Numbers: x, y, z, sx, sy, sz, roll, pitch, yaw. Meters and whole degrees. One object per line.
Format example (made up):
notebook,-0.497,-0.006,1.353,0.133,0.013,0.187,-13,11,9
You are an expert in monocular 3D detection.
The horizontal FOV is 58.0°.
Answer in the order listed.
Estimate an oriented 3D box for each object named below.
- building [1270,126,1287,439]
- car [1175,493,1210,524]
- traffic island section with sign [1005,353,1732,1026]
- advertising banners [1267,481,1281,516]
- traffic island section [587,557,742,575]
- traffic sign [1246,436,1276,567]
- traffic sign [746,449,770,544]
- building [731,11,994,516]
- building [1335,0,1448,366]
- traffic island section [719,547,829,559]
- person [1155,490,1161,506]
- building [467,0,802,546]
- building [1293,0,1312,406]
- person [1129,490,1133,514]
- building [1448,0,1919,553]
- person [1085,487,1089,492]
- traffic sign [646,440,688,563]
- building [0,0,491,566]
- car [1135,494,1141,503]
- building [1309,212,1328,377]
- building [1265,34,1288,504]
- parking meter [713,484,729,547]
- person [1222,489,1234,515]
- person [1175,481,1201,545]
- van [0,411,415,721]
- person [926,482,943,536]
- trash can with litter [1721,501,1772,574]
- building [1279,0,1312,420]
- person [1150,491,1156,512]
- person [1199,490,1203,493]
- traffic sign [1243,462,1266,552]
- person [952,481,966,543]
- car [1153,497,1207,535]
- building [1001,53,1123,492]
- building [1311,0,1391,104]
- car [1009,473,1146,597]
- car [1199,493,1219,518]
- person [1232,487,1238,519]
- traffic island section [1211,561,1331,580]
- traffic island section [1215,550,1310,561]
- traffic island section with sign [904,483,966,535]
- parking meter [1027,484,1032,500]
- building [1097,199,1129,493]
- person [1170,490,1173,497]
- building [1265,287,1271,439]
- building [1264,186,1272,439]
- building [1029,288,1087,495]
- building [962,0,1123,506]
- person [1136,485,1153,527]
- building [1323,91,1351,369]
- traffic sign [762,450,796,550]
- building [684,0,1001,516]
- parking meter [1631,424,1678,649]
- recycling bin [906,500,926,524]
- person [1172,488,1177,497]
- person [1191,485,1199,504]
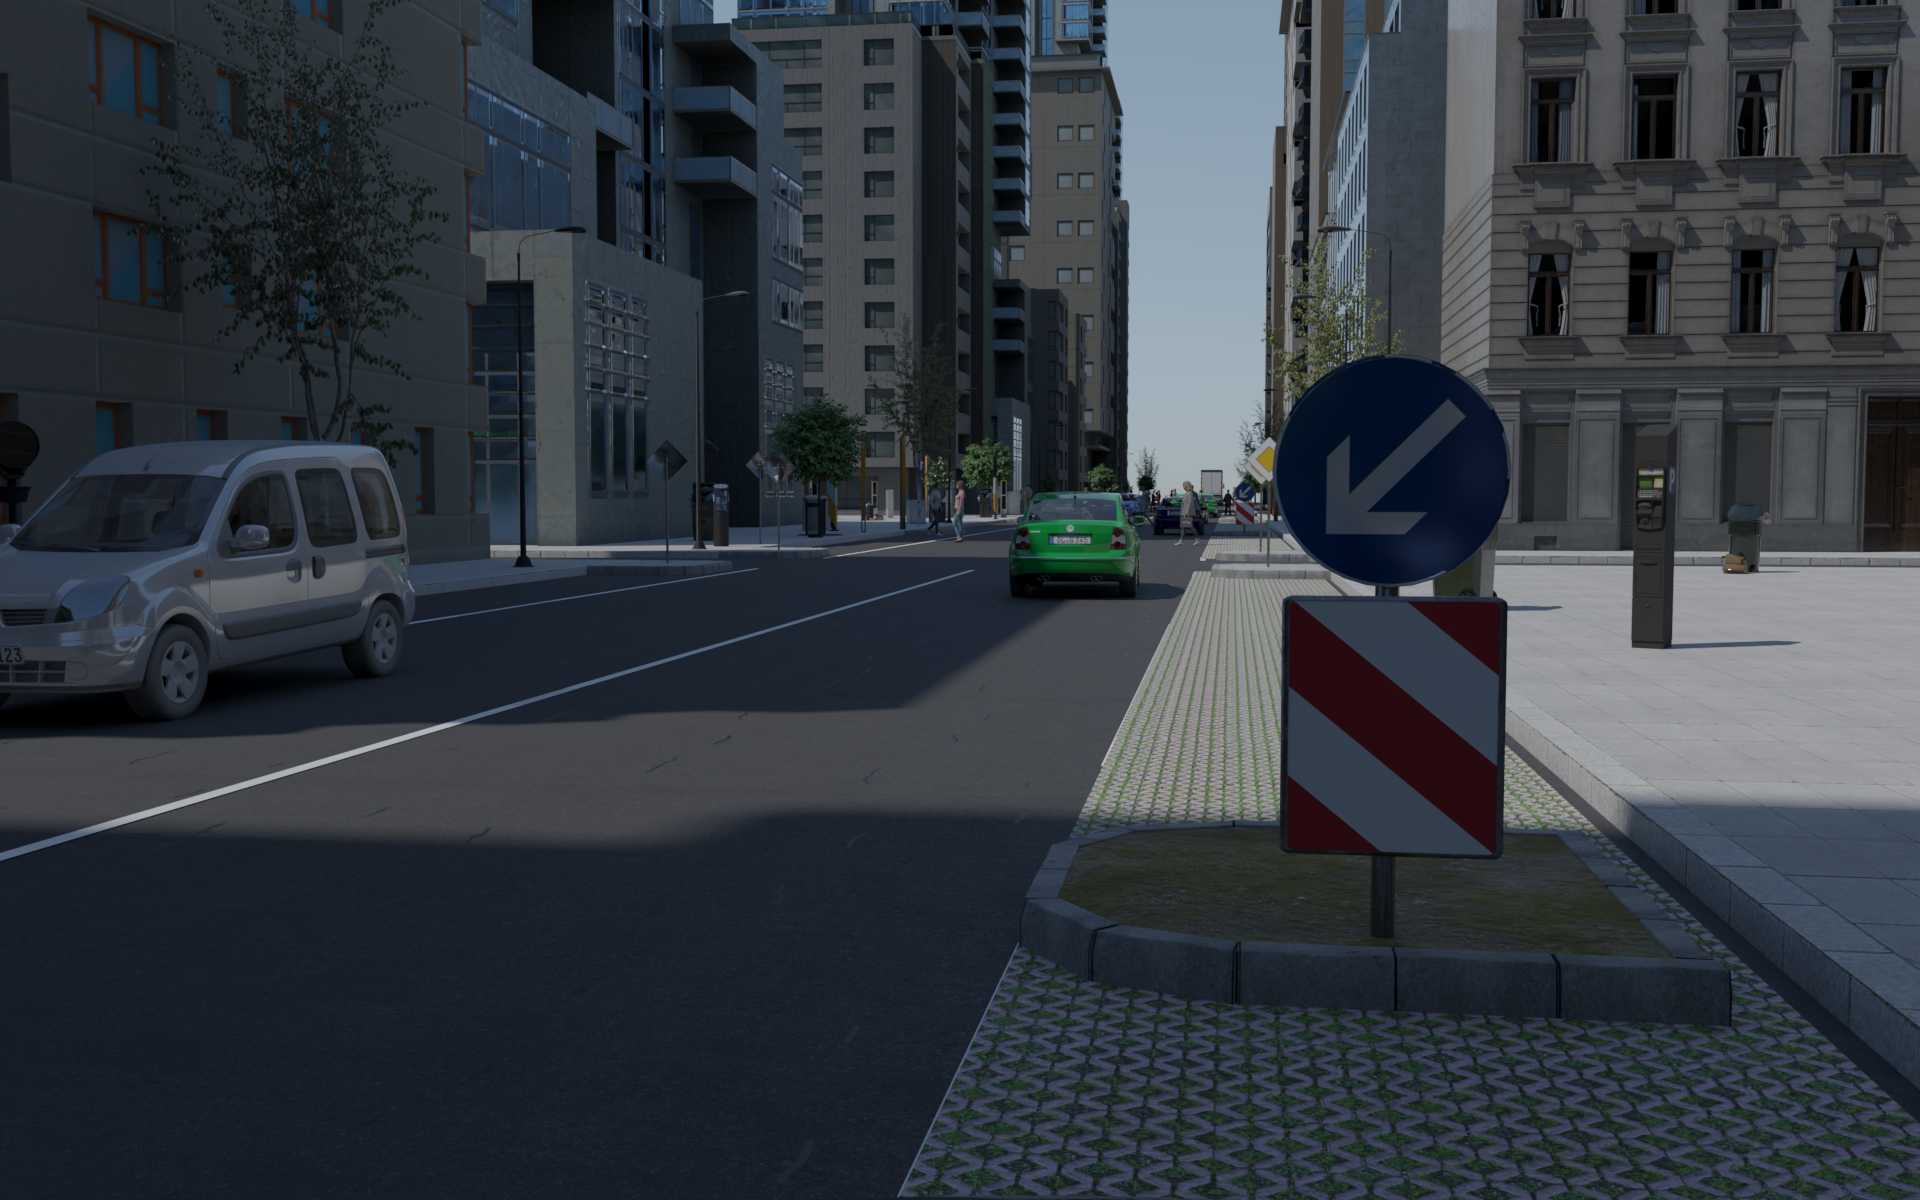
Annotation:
building,44.033,-33.958,205.320,14.600,45.320,14.200,1,4,9
car,11.320,-4.688,85.444,1.959,1.807,4.718,1,4,10
traffic island section with sign,1.237,0.178,5.710,1.989,1.847,2.006,1,4,9
advertising banners,18.264,-6.388,100.626,0.090,3.025,2.074,-1,4,-13
traffic island section,-5.435,-0.598,32.065,2.009,0.180,2.903,1,4,9
traffic sign,5.399,-1.630,30.291,0.795,2.450,0.064,1,4,9
traffic sign,-5.175,-2.672,44.871,0.795,2.450,0.064,1,4,13
building,-5.795,-20.583,108.239,14.160,30.474,14.107,1,4,9
building,19.905,-12.855,64.937,10.420,20.320,16.860,1,4,9
traffic island section,-4.198,-1.081,39.954,2.009,0.180,2.903,1,4,9
person,19.023,-9.633,165.931,0.705,1.831,1.348,2,4,27
building,-18.041,-45.515,56.845,22.319,86.520,31.000,1,4,9
building,38.809,-29.760,141.199,22.147,44.769,28.867,1,4,9
person,12.234,-6.949,122.831,0.721,1.735,1.217,1,4,10
building,21.373,-11.785,41.841,18.267,20.994,9.793,1,4,9
person,7.182,-5.440,97.545,0.778,1.811,0.616,3,4,37
traffic sign,-5.410,-1.734,31.999,0.795,2.450,0.064,1,4,9
building,-25.720,-10.841,22.283,28.899,21.520,27.650,1,4,9
car,18.370,-10.571,182.619,2.009,1.686,4.222,1,4,9
building,26.151,-14.479,101.352,10.561,19.102,19.286,1,4,9
building,49.600,-47.890,221.245,20.563,71.187,20.611,1,4,9
parking meter,-5.841,-2.075,42.335,0.372,1.533,0.369,0,3,0
person,18.765,-6.853,121.092,0.434,1.755,0.990,-3,5,-40
person,6.390,-2.428,48.376,0.728,1.800,0.709,0,4,-4
van,-5.530,-0.327,12.365,2.013,2.044,4.112,1,4,10
person,-0.895,-3.129,59.508,0.795,1.843,0.661,2,4,29
trash can with litter,12.737,-1.022,28.094,0.624,1.170,1.055,2,4,34
building,45.670,-35.420,168.355,28.713,52.752,27.495,1,4,9
person,15.688,-8.014,140.444,0.530,1.710,0.541,0,4,-5
person,16.980,-6.851,121.297,0.721,1.735,1.217,1,4,22
traffic sign,6.636,-2.112,38.180,0.795,2.450,0.064,1,4,9
person,-0.030,-2.612,51.217,0.388,1.821,0.555,-1,4,-16
car,7.855,-3.019,61.947,1.945,1.354,3.894,1,4,9
building,4.961,-38.221,214.157,28.713,52.752,27.495,1,4,9
building,31.677,-28.773,120.541,14.600,45.320,14.200,1,4,9
car,1.758,-1.026,25.578,1.959,1.807,4.718,0,4,7
car,14.732,-5.890,105.095,1.959,1.807,4.718,0,4,8
person,16.006,-5.635,100.437,0.447,1.846,0.655,-1,4,-22
traffic island section,5.424,-0.494,30.364,2.009,0.180,2.903,1,4,9
traffic island section,6.660,-0.977,38.254,2.009,0.180,2.903,1,4,9
traffic island section with sign,-0.828,-3.229,61.416,1.989,1.847,2.006,1,4,9
parking meter,4.200,-6.099,105.431,0.255,1.863,0.399,2,4,29
building,15.453,-33.733,235.122,14.154,41.232,14.086,1,4,9
person,18.653,-8.796,152.335,0.705,1.821,1.348,0,4,6
building,49.441,-28.649,240.119,14.160,30.474,14.107,1,4,9
building,56.264,-38.706,256.539,21.300,48.544,21.600,1,4,9
building,-3.106,-19.409,162.370,27.650,21.520,28.899,1,4,9
building,14.091,-57.748,256.846,22.319,86.520,31.000,1,4,9
person,7.946,-4.046,74.746,0.778,1.811,0.616,-1,4,-15
building,22.709,-14.294,82.863,9.793,20.994,18.267,1,4,9
traffic sign,-4.174,-2.217,39.889,0.795,2.450,0.064,1,4,9
building,-5.149,-50.017,130.448,22.319,86.520,31.000,1,4,9
parking meter,5.785,-0.533,14.432,0.255,1.863,0.399,2,4,35
recycling bin,-1.880,-3.772,74.233,0.722,1.027,0.722,-1,4,-15
person,13.149,-5.973,106.560,0.834,1.777,0.661,1,4,22
person,9.609,-3.884,72.120,0.709,1.813,0.853,-2,4,-27
